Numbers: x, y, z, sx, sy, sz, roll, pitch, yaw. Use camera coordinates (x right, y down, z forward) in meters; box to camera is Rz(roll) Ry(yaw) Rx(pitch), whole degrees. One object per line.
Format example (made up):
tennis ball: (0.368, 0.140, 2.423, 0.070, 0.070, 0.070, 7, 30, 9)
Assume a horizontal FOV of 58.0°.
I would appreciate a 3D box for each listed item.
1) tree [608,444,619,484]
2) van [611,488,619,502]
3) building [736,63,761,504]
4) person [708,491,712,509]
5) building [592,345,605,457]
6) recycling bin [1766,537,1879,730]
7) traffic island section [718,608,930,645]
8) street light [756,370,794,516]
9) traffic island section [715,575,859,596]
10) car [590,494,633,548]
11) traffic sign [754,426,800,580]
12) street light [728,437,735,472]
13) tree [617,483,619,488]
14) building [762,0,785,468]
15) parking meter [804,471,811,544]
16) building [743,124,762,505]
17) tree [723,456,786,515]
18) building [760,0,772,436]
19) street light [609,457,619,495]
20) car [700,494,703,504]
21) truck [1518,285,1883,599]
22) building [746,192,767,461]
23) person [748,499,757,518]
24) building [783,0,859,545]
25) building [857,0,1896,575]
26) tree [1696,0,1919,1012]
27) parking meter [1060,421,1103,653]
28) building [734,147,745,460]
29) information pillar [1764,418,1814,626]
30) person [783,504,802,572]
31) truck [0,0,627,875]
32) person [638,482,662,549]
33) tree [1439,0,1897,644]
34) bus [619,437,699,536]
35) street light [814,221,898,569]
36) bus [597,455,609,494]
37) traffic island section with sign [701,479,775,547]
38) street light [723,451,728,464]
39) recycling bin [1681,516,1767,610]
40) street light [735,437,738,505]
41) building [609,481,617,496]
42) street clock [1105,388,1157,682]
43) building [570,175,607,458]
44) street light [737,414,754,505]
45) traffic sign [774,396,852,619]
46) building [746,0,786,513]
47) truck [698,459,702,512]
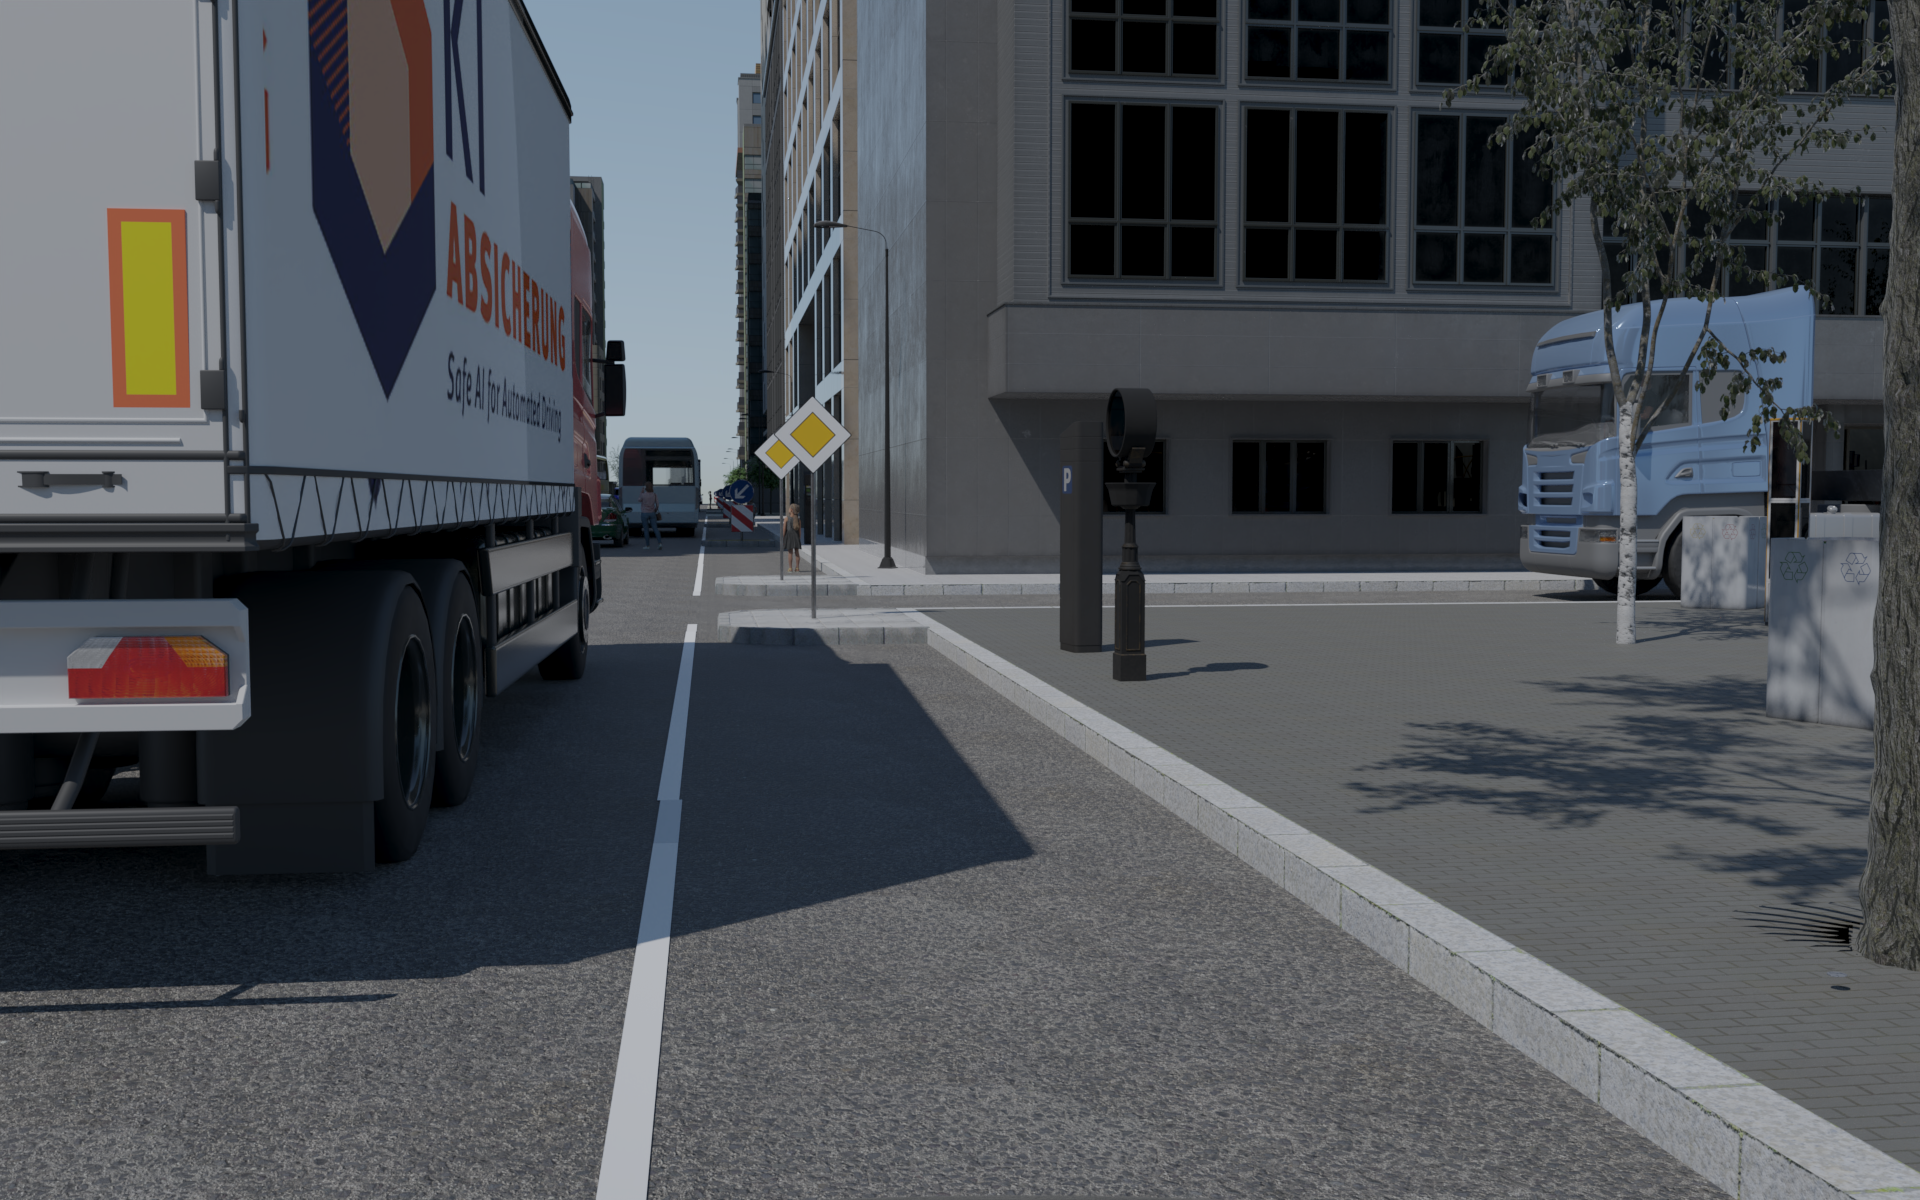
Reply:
tree: (-50.314, -18.725, 256.522, 4.360, 8.622, 3.978, 0, 3, 0)
van: (-30.828, -9.469, 159.198, 2.240, 2.365, 5.245, 0, 4, -7)
building: (-20.756, -43.006, 245.148, 21.231, 58.520, 28.212, -1, 4, -8)
person: (-23.958, -9.639, 166.815, 0.721, 1.743, 1.217, 0, 4, -3)
building: (-54.748, -21.328, 193.758, 27.650, 21.520, 28.899, -1, 4, -8)
recycling bin: (5.110, 0.167, 9.817, 0.722, 1.027, 0.722, -2, 4, -30)
traffic island section: (-1.487, 0.270, 17.869, 2.009, 0.180, 2.903, -1, 4, -8)
street light: (-6.835, -5.653, 64.962, 1.470, 5.913, 1.316, -1, 4, -8)
traffic island section: (-2.629, -0.214, 25.773, 2.009, 0.180, 2.903, -1, 4, -8)
car: (-10.135, -2.199, 47.752, 2.131, 1.459, 4.920, 0, 4, -8)
traffic sign: (-2.652, -1.349, 25.692, 0.795, 2.450, 0.064, -1, 4, -8)
street light: (-17.848, -10.287, 140.725, 1.470, 5.913, 1.316, -1, 4, -8)
tree: (-49.755, -15.689, 251.115, 1.663, 3.219, 1.824, 0, 3, 0)
building: (-2.617, -18.101, 89.459, 14.314, 27.812, 24.014, -1, 4, -8)
parking meter: (-3.846, -2.355, 44.219, 0.255, 1.863, 0.399, -1, 4, -11)
building: (-17.293, -31.290, 195.187, 14.154, 41.232, 14.086, -1, 4, -8)
tree: (-11.853, -7.664, 109.016, 4.285, 4.588, 4.351, 0, 3, 0)
building: (-3.177, -34.227, 148.845, 28.713, 52.752, 27.495, -1, 4, -8)
street light: (-43.516, -14.979, 217.447, 1.470, 5.913, 1.316, -1, 4, -8)
car: (-37.148, -14.323, 242.845, 2.281, 1.827, 5.304, 0, 4, -7)
truck: (16.511, -2.092, 23.968, 18.799, 4.110, 2.967, 0, 4, -6)
building: (-13.720, -24.299, 168.984, 14.160, 30.474, 14.107, -1, 4, -8)
person: (-8.657, -3.612, 72.238, 0.352, 1.250, 0.332, -1, 4, -22)
building: (4.150, -15.696, 61.146, 19.350, 26.468, 34.151, -1, 4, -8)
building: (13.440, -13.153, 34.124, 30.058, 24.678, 14.314, -1, 4, -8)
tree: (2.748, -4.823, 4.612, 9.928, 11.665, 9.643, 0, 3, 0)
parking meter: (0.987, -0.515, 14.128, 0.255, 1.863, 0.399, -1, 4, -17)
building: (-16.929, -34.400, 217.070, 22.147, 44.769, 28.867, -1, 4, -8)
information pillar: (8.044, -0.754, 16.814, 0.304, 2.012, 0.304, -3, 5, -44)
person: (-3.091, -1.138, 31.781, 0.362, 1.253, 0.373, -1, 4, -22)
truck: (-3.675, -1.281, 9.859, 2.839, 4.237, 11.283, 0, 4, -7)
person: (-7.965, -2.181, 44.743, 0.593, 1.750, 0.643, -2, 4, -31)
tree: (5.743, -3.916, 14.391, 4.360, 8.622, 3.978, 0, 3, 0)
bus: (-10.895, -4.137, 62.496, 2.948, 3.499, 13.247, -1, 4, -10)
street light: (-1.787, -3.494, 29.672, 1.470, 5.913, 1.316, -1, 4, -8)
bus: (-20.678, -6.216, 93.182, 2.896, 3.916, 12.252, 0, 4, -7)
traffic island section with sign: (-6.143, -2.397, 47.814, 1.989, 1.847, 2.006, -1, 4, -8)
street light: (-24.547, -13.114, 186.948, 1.470, 5.913, 1.316, -1, 4, -8)
recycling bin: (8.643, -0.429, 19.566, 0.722, 1.027, 0.722, 3, 5, 45)
street light: (-12.756, -8.129, 105.442, 1.470, 5.913, 1.316, -1, 4, -8)
building: (-63.226, -33.173, 234.257, 32.217, 40.220, 23.993, -1, 4, -8)
street clock: (1.168, -0.448, 11.889, 0.358, 2.002, 0.471, -1, 4, -12)
building: (-51.706, -32.561, 215.961, 14.154, 41.232, 14.086, -1, 4, -8)
street light: (-11.963, -7.810, 100.240, 1.470, 5.913, 1.316, -1, 4, -8)
traffic sign: (-1.509, -0.865, 17.789, 0.795, 2.450, 0.064, -1, 4, -8)
building: (-4.996, -41.911, 123.493, 20.563, 71.187, 20.611, -1, 4, -8)
truck: (-22.915, -9.510, 144.399, 2.839, 4.237, 11.283, -1, 4, -9)
